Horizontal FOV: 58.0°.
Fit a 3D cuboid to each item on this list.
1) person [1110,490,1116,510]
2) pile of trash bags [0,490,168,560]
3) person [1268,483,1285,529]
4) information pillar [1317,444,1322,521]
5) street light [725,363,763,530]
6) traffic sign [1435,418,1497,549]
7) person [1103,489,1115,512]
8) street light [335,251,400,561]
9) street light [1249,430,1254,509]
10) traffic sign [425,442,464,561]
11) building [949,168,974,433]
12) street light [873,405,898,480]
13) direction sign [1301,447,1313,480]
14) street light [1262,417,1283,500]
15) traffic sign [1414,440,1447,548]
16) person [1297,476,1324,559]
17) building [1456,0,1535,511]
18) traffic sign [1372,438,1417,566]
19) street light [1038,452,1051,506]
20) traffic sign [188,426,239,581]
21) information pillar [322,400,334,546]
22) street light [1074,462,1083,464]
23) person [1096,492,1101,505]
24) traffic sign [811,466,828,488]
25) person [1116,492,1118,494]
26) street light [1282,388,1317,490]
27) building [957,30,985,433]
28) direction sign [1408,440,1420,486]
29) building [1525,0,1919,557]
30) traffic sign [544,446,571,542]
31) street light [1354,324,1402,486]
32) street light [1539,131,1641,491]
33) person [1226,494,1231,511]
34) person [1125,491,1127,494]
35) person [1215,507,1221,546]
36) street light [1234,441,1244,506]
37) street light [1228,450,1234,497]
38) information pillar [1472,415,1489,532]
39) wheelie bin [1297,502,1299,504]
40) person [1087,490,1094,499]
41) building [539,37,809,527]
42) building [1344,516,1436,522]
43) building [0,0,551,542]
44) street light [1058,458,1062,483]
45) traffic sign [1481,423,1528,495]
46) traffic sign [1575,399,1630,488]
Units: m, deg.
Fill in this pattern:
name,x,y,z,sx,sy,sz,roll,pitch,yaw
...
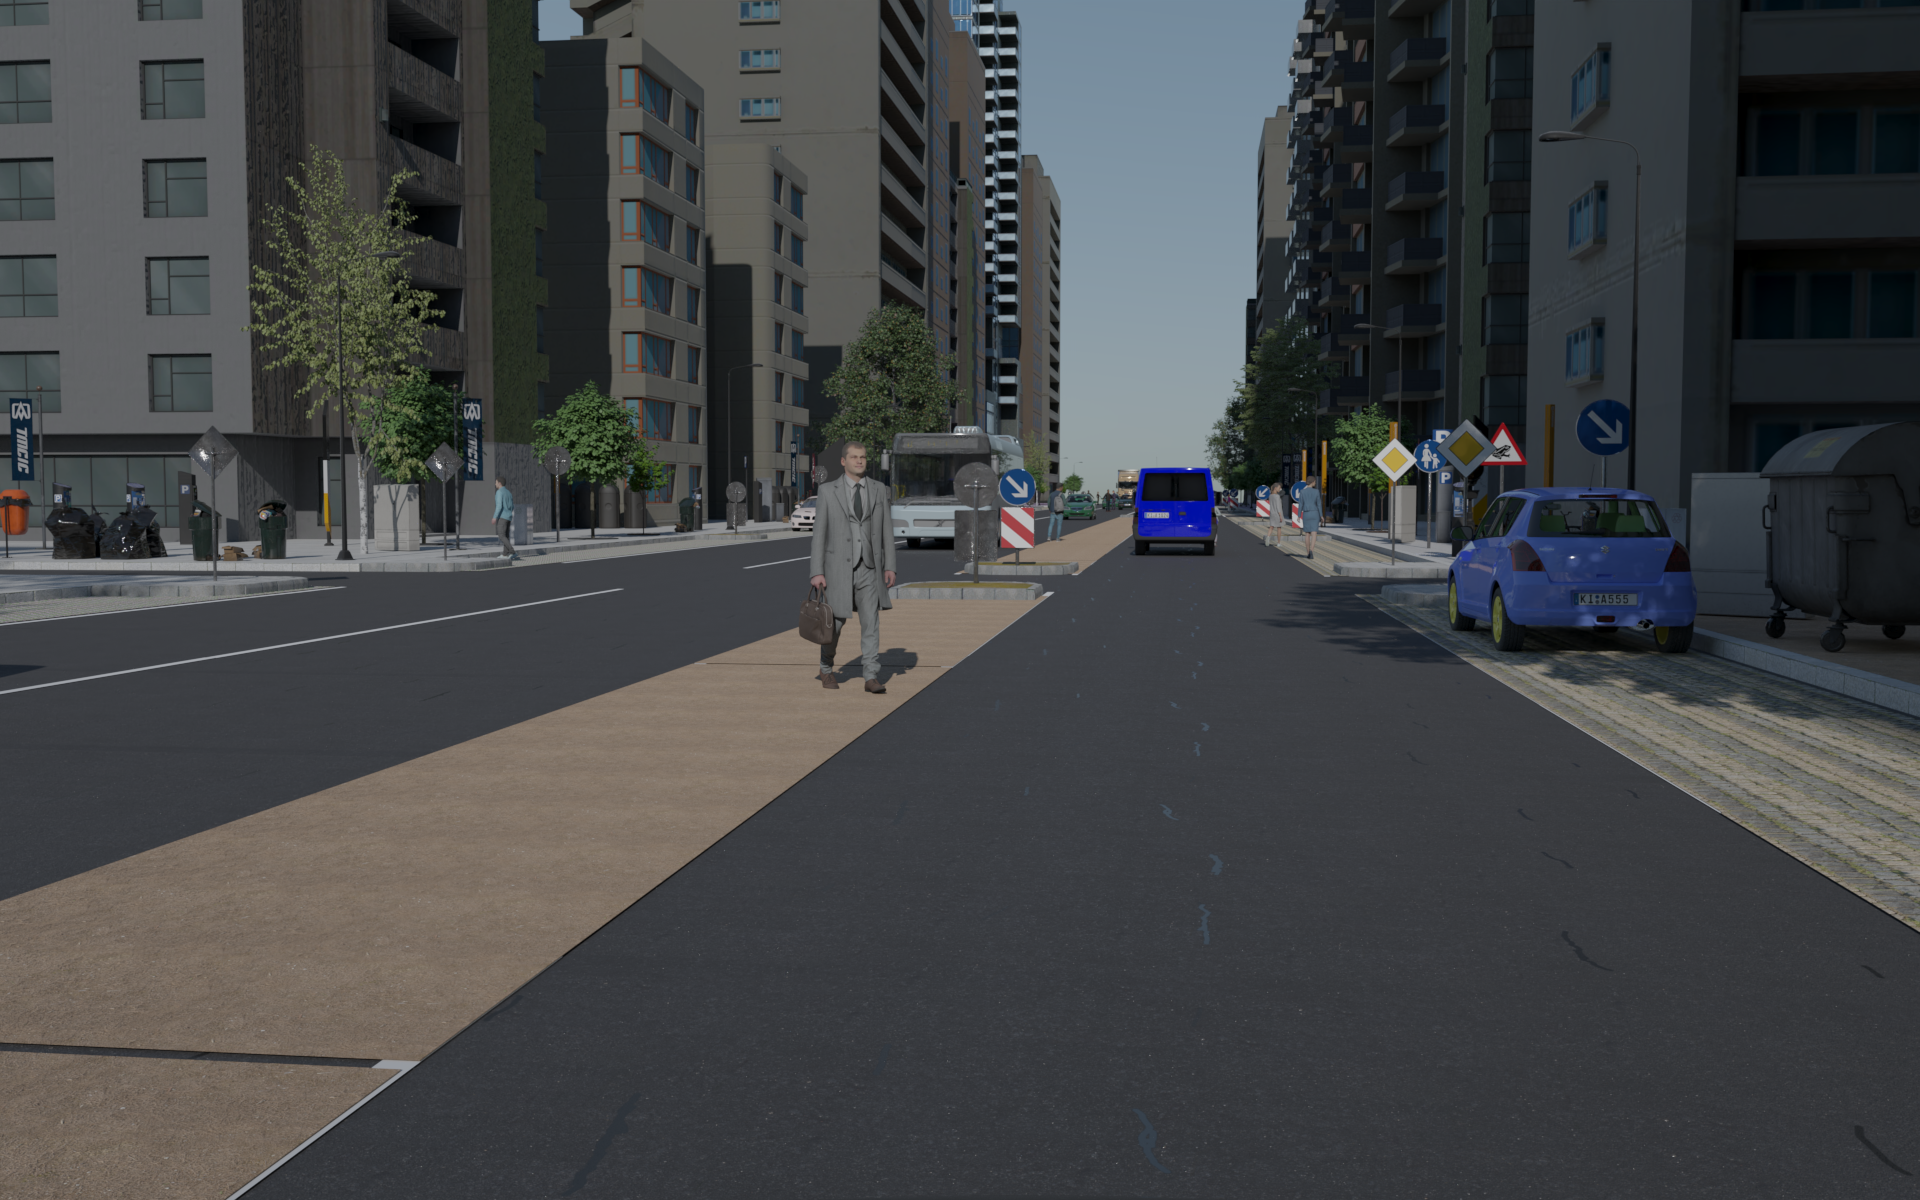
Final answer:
name,x,y,z,sx,sy,sz,roll,pitch,yaw
person,13.533,-8.857,153.754,0.568,1.767,0.683,2,4,25
pile of trash bags,-17.722,-1.531,34.784,3.447,1.369,1.912,1,4,9
person,13.048,-3.877,71.244,0.474,1.900,0.648,-3,5,-42
information pillar,16.875,-5.497,81.231,0.183,3.616,0.504,3,5,42
street light,-7.686,-5.457,61.765,1.470,5.913,1.316,0,4,7
traffic sign,6.734,-1.190,23.101,0.795,2.450,0.064,0,4,7
person,12.144,-8.148,141.735,1.348,1.821,0.705,-3,4,-36
street light,-11.400,-3.720,33.357,1.470,5.913,1.316,0,4,7
street light,21.483,-9.261,123.961,1.470,5.913,1.316,0,4,7
traffic sign,-9.921,-1.817,33.346,0.795,2.450,0.064,0,4,7
building,-6.612,-23.300,152.660,14.160,30.474,14.107,0,4,7
street light,-3.932,-7.194,90.168,1.470,5.913,1.316,0,4,7
direction sign,16.682,-5.590,83.398,0.876,3.537,0.379,-3,5,-42
street light,18.971,-8.094,104.885,1.470,5.913,1.316,0,4,7
traffic sign,11.062,-2.489,40.794,0.768,2.556,0.104,1,4,9
person,7.662,-1.801,37.972,0.581,1.822,0.654,2,4,25
building,24.311,-17.601,59.473,14.160,30.474,14.107,0,4,7
traffic sign,7.770,-1.674,31.019,0.795,2.450,0.064,0,4,7
street light,9.329,-13.405,191.712,1.470,5.913,1.316,0,4,7
traffic sign,-10.957,-1.332,25.429,0.795,2.450,0.064,0,4,7
information pillar,-15.642,-3.146,42.795,0.183,3.616,0.504,-1,4,-12
street light,16.987,-16.960,249.838,1.470,5.913,1.316,0,4,7
person,18.235,-13.375,227.703,0.721,1.766,1.217,2,4,33
traffic sign,-6.311,-4.737,77.563,0.768,2.556,0.104,1,4,9
person,20.971,-13.519,230.050,0.721,1.766,1.217,0,4,0
street light,15.066,-6.329,76.019,1.470,5.913,1.316,0,4,7
building,-5.247,-31.580,166.447,14.600,45.320,14.200,0,4,7
direction sign,19.075,-4.945,72.850,0.876,3.537,0.379,-3,5,-44
building,25.314,-25.482,40.340,21.600,48.544,21.300,0,4,7
traffic sign,-10.673,-2.802,45.926,0.768,2.556,0.104,1,4,13
street light,11.459,-4.577,47.382,1.470,5.913,1.316,0,4,7
street light,8.112,-3.043,22.287,1.470,5.913,1.316,0,4,7
person,21.761,-7.820,139.586,0.991,1.433,0.599,-3,5,-42
person,17.526,-10.591,182.215,0.434,1.755,0.990,-1,4,-10
person,6.951,-2.128,47.569,0.425,1.301,0.394,0,4,7
street light,25.200,-11.024,152.788,1.470,5.913,1.316,0,4,7
street light,28.869,-12.762,181.202,1.470,5.913,1.316,0,4,7
information pillar,15.335,-3.655,51.112,0.504,3.616,0.183,-1,4,-16
wheelie bin,17.438,-4.887,87.805,0.693,1.594,0.980,1,4,23
person,12.358,-9.671,166.759,1.348,1.807,0.705,-1,4,-19
building,-23.857,-14.490,81.950,27.650,21.520,28.899,0,4,7
building,30.213,-26.554,88.775,22.147,44.769,28.867,0,4,7
building,-21.650,-17.125,51.691,14.160,30.474,14.107,0,4,7
street light,13.033,-15.152,220.280,1.470,5.913,1.316,0,4,7
traffic sign,9.907,-1.938,31.689,0.884,2.594,0.081,1,4,15
traffic sign,8.688,-1.423,23.375,0.768,2.556,0.104,1,4,14
